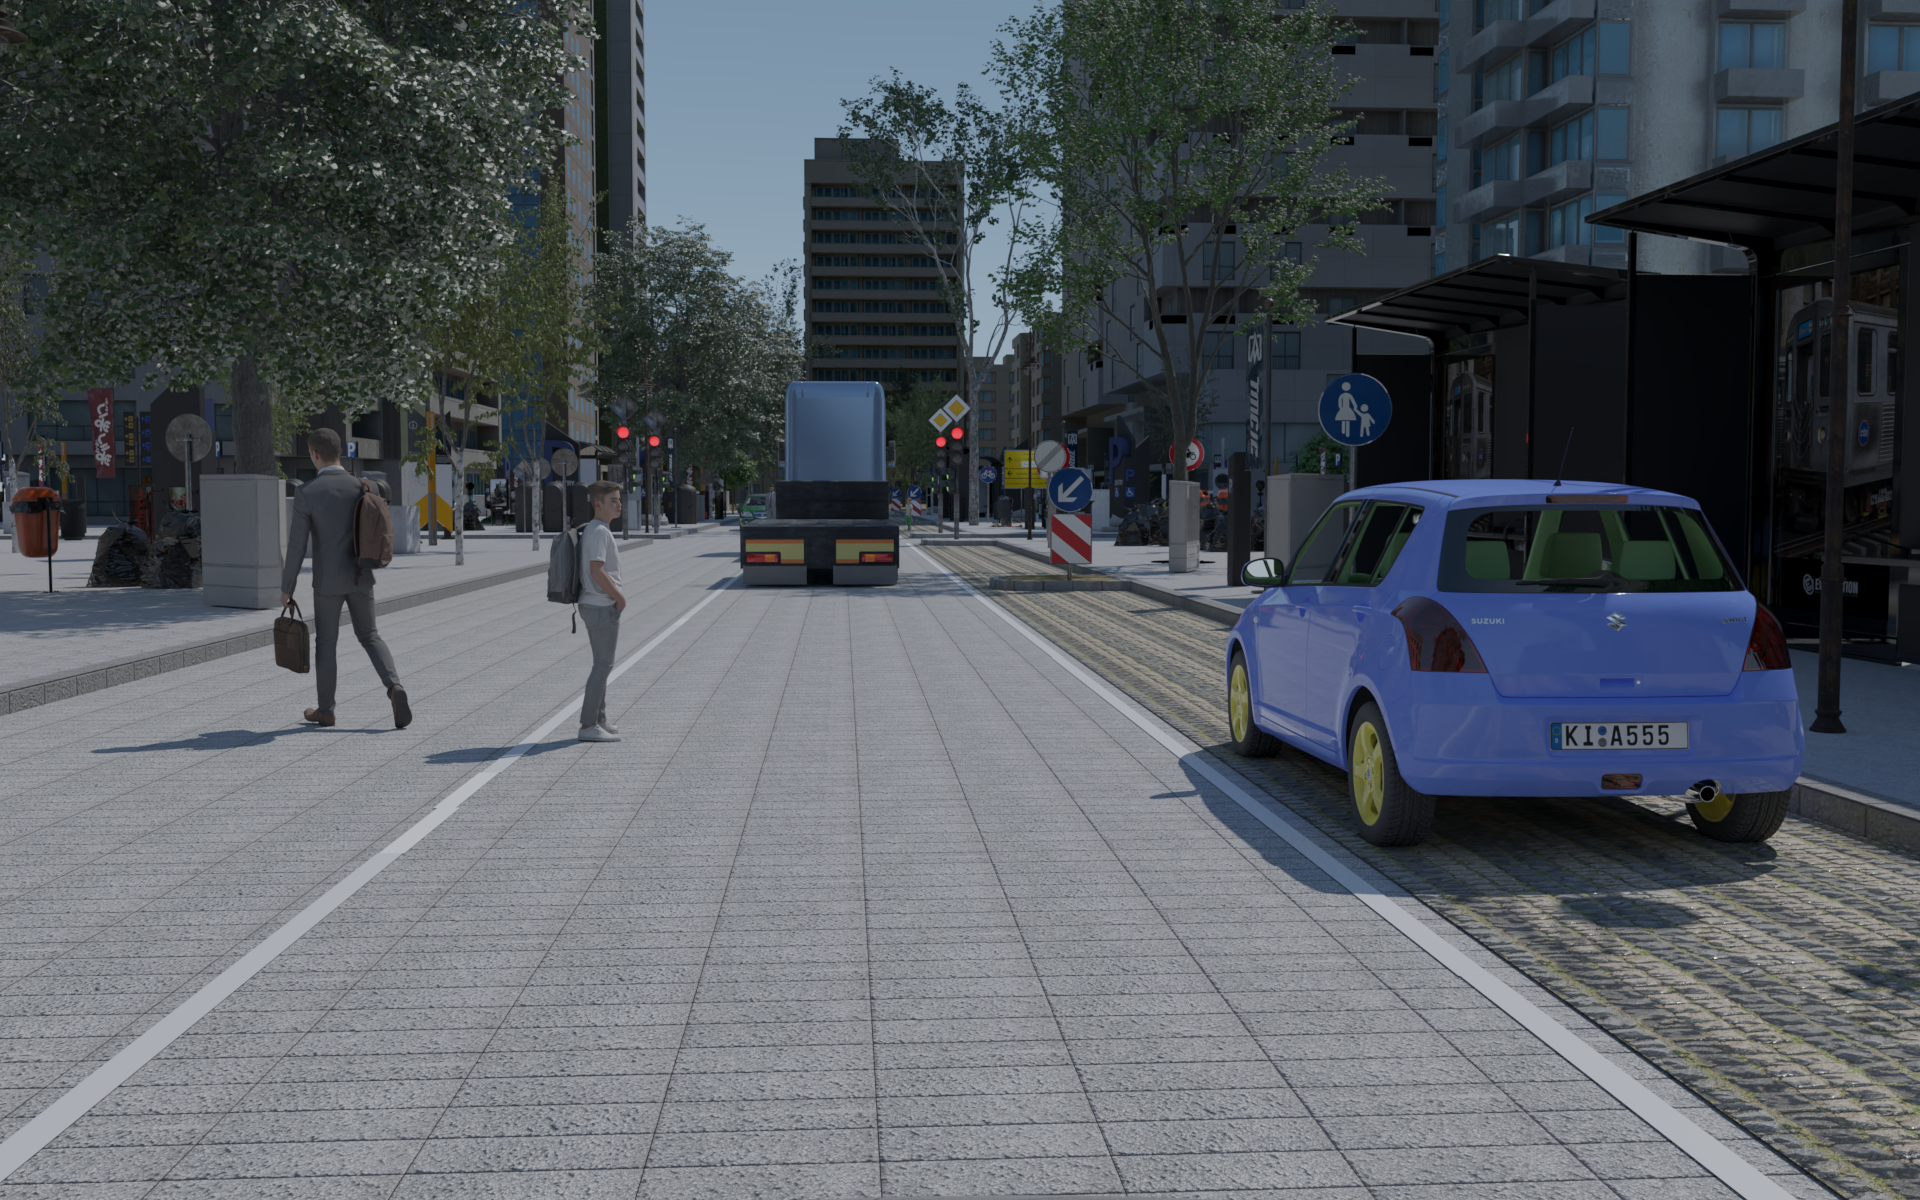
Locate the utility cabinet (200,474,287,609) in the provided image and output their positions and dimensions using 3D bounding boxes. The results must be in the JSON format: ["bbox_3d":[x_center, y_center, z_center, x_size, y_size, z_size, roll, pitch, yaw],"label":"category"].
[{"bbox_3d":[-8.099,-0.663,19.522,1.173,1.500,0.318,3,4,38],"label":"utility cabinet"}]

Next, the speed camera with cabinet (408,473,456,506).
[{"bbox_3d":[-23.337,-5.029,76.559,2.038,3.252,0.660,-1,4,-13],"label":"speed camera with cabinet"}]

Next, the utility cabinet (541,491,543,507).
[{"bbox_3d":[-27.525,-6.385,113.079,1.173,1.500,0.318,1,4,13],"label":"utility cabinet"}]

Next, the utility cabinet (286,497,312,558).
[{"bbox_3d":[-13.493,-1.437,34.658,1.020,1.237,0.306,-2,4,-24],"label":"utility cabinet"}]

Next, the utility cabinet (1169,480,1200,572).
[{"bbox_3d":[3.719,-1.217,28.584,0.318,1.500,1.173,1,4,18],"label":"utility cabinet"}]

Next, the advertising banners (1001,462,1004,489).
[{"bbox_3d":[2.927,-6.057,95.213,2.074,3.025,0.090,-3,5,-44],"label":"advertising banners"}]

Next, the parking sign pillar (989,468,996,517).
[{"bbox_3d":[2.251,-6.682,97.721,1.447,3.967,1.447,1,4,16],"label":"parking sign pillar"}]

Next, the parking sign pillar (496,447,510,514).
[{"bbox_3d":[-24.252,-6.331,91.992,1.447,3.967,1.447,0,4,-1],"label":"parking sign pillar"}]

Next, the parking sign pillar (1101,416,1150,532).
[{"bbox_3d":[5.518,-4.304,58.847,1.447,3.967,1.447,-1,4,-18],"label":"parking sign pillar"}]

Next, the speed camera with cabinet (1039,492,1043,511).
[{"bbox_3d":[5.139,-8.249,129.201,2.038,3.252,0.660,0,4,1],"label":"speed camera with cabinet"}]

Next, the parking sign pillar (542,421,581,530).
[{"bbox_3d":[-14.401,-4.533,62.585,1.447,3.967,1.447,0,4,-2],"label":"parking sign pillar"}]

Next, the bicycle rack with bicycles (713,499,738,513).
[{"bbox_3d":[-16.099,-6.527,120.091,2.852,0.926,2.925,1,4,16],"label":"bicycle rack with bicycles"}]

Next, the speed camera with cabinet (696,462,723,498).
[{"bbox_3d":[-15.150,-6.650,103.070,2.038,3.252,0.660,0,3,0],"label":"speed camera with cabinet"}]

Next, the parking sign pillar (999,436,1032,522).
[{"bbox_3d":[2.787,-5.643,80.742,1.447,3.967,1.447,2,4,27],"label":"parking sign pillar"}]

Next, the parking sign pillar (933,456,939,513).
[{"bbox_3d":[-1.542,-7.898,117.606,1.447,3.967,1.447,1,4,8],"label":"parking sign pillar"}]

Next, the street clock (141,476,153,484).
[{"bbox_3d":[-31.981,-3.894,68.239,0.471,2.002,0.358,1,4,9],"label":"street clock"}]

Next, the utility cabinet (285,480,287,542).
[{"bbox_3d":[-10.981,-1.097,26.615,1.173,1.500,0.318,0,4,6],"label":"utility cabinet"}]

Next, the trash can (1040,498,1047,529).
[{"bbox_3d":[3.314,-3.201,63.988,0.748,1.137,0.748,0,3,0],"label":"trash can"}]

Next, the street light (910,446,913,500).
[{"bbox_3d":[-3.712,-9.710,131.545,0.468,5.910,1.993,0,4,-4],"label":"street light"}]

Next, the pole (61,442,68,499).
[{"bbox_3d":[-34.904,-4.506,67.517,0.158,3.312,0.155,0,3,0],"label":"pole"}]

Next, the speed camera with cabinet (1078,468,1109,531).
[{"bbox_3d":[4.742,-4.088,61.179,2.038,3.252,0.660,3,5,44],"label":"speed camera with cabinet"}]

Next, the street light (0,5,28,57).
[{"bbox_3d":[-7.395,-2.444,12.741,0.468,5.910,1.993,0,4,-4],"label":"street light"}]

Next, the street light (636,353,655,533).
[{"bbox_3d":[-10.315,-5.146,56.924,0.468,5.910,1.993,0,4,-4],"label":"street light"}]

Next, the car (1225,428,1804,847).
[{"bbox_3d":[2.402,0.075,8.357,1.945,1.707,3.694,0,4,-4],"label":"car"}]

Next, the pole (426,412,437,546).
[{"bbox_3d":[-13.108,-3.005,42.976,0.158,3.312,0.155,0,3,0],"label":"pole"}]

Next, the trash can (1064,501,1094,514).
[{"bbox_3d":[2.628,-1.642,38.498,0.748,1.137,0.748,0,3,0],"label":"trash can"}]

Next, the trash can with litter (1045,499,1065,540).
[{"bbox_3d":[2.742,-2.198,47.317,0.624,1.170,1.055,-2,4,-23],"label":"trash can with litter"}]

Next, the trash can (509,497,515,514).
[{"bbox_3d":[-20.503,-4.187,80.106,0.748,1.137,0.748,0,3,0],"label":"trash can"}]

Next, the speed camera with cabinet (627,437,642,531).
[{"bbox_3d":[-11.524,-4.072,60.914,0.660,3.252,2.038,-1,4,-12],"label":"speed camera with cabinet"}]

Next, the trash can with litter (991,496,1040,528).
[{"bbox_3d":[2.095,-3.436,67.228,2.233,1.210,1.678,-1,4,-13],"label":"trash can with litter"}]

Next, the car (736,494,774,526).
[{"bbox_3d":[-7.785,-3.476,68.631,2.131,1.459,4.920,0,4,-5],"label":"car"}]

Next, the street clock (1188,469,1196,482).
[{"bbox_3d":[5.140,-2.089,38.732,0.358,2.002,0.471,0,4,1],"label":"street clock"}]

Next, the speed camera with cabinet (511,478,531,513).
[{"bbox_3d":[-30.448,-7.753,121.090,0.660,3.252,2.038,2,4,31],"label":"speed camera with cabinet"}]

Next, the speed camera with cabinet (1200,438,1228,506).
[{"bbox_3d":[8.555,-4.078,61.014,2.038,3.252,0.660,1,4,8],"label":"speed camera with cabinet"}]

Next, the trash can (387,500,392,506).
[{"bbox_3d":[-13.383,-1.711,39.633,0.748,1.137,0.748,0,3,0],"label":"trash can"}]

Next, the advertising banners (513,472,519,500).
[{"bbox_3d":[-32.398,-7.793,123.605,2.074,3.025,0.090,0,4,3],"label":"advertising banners"}]

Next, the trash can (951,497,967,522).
[{"bbox_3d":[-0.066,-4.678,88.146,0.748,1.137,0.748,0,3,0],"label":"trash can"}]

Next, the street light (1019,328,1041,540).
[{"bbox_3d":[1.953,-4.618,48.295,0.468,5.910,1.993,0,4,-4],"label":"street light"}]

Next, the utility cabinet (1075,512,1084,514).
[{"bbox_3d":[4.806,-3.703,71.702,0.306,1.237,1.020,2,4,33],"label":"utility cabinet"}]

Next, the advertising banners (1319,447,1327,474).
[{"bbox_3d":[13.966,-4.198,64.817,0.090,3.025,2.074,3,5,44],"label":"advertising banners"}]

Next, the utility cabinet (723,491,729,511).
[{"bbox_3d":[-17.336,-7.322,128.391,0.318,1.500,1.173,0,4,-2],"label":"utility cabinet"}]

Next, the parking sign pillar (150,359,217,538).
[{"bbox_3d":[-15.650,-2.842,34.934,1.447,3.967,1.447,1,4,21],"label":"parking sign pillar"}]

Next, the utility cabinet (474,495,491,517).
[{"bbox_3d":[-27.244,-5.370,98.960,1.020,1.237,0.306,1,4,13],"label":"utility cabinet"}]

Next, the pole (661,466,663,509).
[{"bbox_3d":[-17.117,-6.441,99.152,0.158,3.312,0.155,0,3,0],"label":"pole"}]

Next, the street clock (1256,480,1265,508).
[{"bbox_3d":[15.753,-5.275,90.813,0.471,2.002,0.358,3,5,45],"label":"street clock"}]

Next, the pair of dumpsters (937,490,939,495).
[{"bbox_3d":[-0.501,-6.455,108.037,1.574,2.255,4.437,0,4,-4],"label":"pair of dumpsters"}]

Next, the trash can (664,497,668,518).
[{"bbox_3d":[-15.548,-4.979,93.065,0.748,1.137,0.748,0,3,0],"label":"trash can"}]

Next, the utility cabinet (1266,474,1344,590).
[{"bbox_3d":[3.841,-0.650,19.302,0.318,1.500,1.173,3,5,41],"label":"utility cabinet"}]

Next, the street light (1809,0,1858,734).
[{"bbox_3d":[4.689,-2.226,9.179,0.468,5.910,1.993,0,4,-4],"label":"street light"}]

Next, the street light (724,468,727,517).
[{"bbox_3d":[-13.048,-7.541,96.076,0.468,5.910,1.993,0,4,-4],"label":"street light"}]

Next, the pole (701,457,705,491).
[{"bbox_3d":[-13.977,-6.137,94.184,0.158,3.312,0.155,0,3,0],"label":"pole"}]

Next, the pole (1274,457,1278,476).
[{"bbox_3d":[17.448,-6.224,95.604,0.158,3.312,0.155,0,3,0],"label":"pole"}]

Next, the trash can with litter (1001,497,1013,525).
[{"bbox_3d":[1.814,-3.556,69.522,0.624,1.170,1.055,0,4,1],"label":"trash can with litter"}]

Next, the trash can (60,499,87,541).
[{"bbox_3d":[-24.532,-2.215,47.875,0.748,1.137,0.748,0,3,0],"label":"trash can"}]

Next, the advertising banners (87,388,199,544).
[{"bbox_3d":[-13.396,-1.969,28.388,2.074,3.025,0.090,1,4,15],"label":"advertising banners"}]

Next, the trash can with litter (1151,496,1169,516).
[{"bbox_3d":[5.238,-2.241,48.022,0.624,1.170,1.055,-3,4,-38],"label":"trash can with litter"}]

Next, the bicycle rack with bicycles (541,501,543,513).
[{"bbox_3d":[-23.764,-5.311,100.209,2.925,0.926,2.852,1,4,14],"label":"bicycle rack with bicycles"}]

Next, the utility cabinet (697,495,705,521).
[{"bbox_3d":[-12.617,-4.348,82.250,1.020,1.237,0.306,2,4,28],"label":"utility cabinet"}]

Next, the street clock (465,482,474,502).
[{"bbox_3d":[-29.485,-6.095,104.219,0.471,2.002,0.358,-3,4,-37],"label":"street clock"}]

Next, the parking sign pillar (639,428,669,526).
[{"bbox_3d":[-12.633,-5.023,70.592,1.447,3.967,1.447,1,4,14],"label":"parking sign pillar"}]
